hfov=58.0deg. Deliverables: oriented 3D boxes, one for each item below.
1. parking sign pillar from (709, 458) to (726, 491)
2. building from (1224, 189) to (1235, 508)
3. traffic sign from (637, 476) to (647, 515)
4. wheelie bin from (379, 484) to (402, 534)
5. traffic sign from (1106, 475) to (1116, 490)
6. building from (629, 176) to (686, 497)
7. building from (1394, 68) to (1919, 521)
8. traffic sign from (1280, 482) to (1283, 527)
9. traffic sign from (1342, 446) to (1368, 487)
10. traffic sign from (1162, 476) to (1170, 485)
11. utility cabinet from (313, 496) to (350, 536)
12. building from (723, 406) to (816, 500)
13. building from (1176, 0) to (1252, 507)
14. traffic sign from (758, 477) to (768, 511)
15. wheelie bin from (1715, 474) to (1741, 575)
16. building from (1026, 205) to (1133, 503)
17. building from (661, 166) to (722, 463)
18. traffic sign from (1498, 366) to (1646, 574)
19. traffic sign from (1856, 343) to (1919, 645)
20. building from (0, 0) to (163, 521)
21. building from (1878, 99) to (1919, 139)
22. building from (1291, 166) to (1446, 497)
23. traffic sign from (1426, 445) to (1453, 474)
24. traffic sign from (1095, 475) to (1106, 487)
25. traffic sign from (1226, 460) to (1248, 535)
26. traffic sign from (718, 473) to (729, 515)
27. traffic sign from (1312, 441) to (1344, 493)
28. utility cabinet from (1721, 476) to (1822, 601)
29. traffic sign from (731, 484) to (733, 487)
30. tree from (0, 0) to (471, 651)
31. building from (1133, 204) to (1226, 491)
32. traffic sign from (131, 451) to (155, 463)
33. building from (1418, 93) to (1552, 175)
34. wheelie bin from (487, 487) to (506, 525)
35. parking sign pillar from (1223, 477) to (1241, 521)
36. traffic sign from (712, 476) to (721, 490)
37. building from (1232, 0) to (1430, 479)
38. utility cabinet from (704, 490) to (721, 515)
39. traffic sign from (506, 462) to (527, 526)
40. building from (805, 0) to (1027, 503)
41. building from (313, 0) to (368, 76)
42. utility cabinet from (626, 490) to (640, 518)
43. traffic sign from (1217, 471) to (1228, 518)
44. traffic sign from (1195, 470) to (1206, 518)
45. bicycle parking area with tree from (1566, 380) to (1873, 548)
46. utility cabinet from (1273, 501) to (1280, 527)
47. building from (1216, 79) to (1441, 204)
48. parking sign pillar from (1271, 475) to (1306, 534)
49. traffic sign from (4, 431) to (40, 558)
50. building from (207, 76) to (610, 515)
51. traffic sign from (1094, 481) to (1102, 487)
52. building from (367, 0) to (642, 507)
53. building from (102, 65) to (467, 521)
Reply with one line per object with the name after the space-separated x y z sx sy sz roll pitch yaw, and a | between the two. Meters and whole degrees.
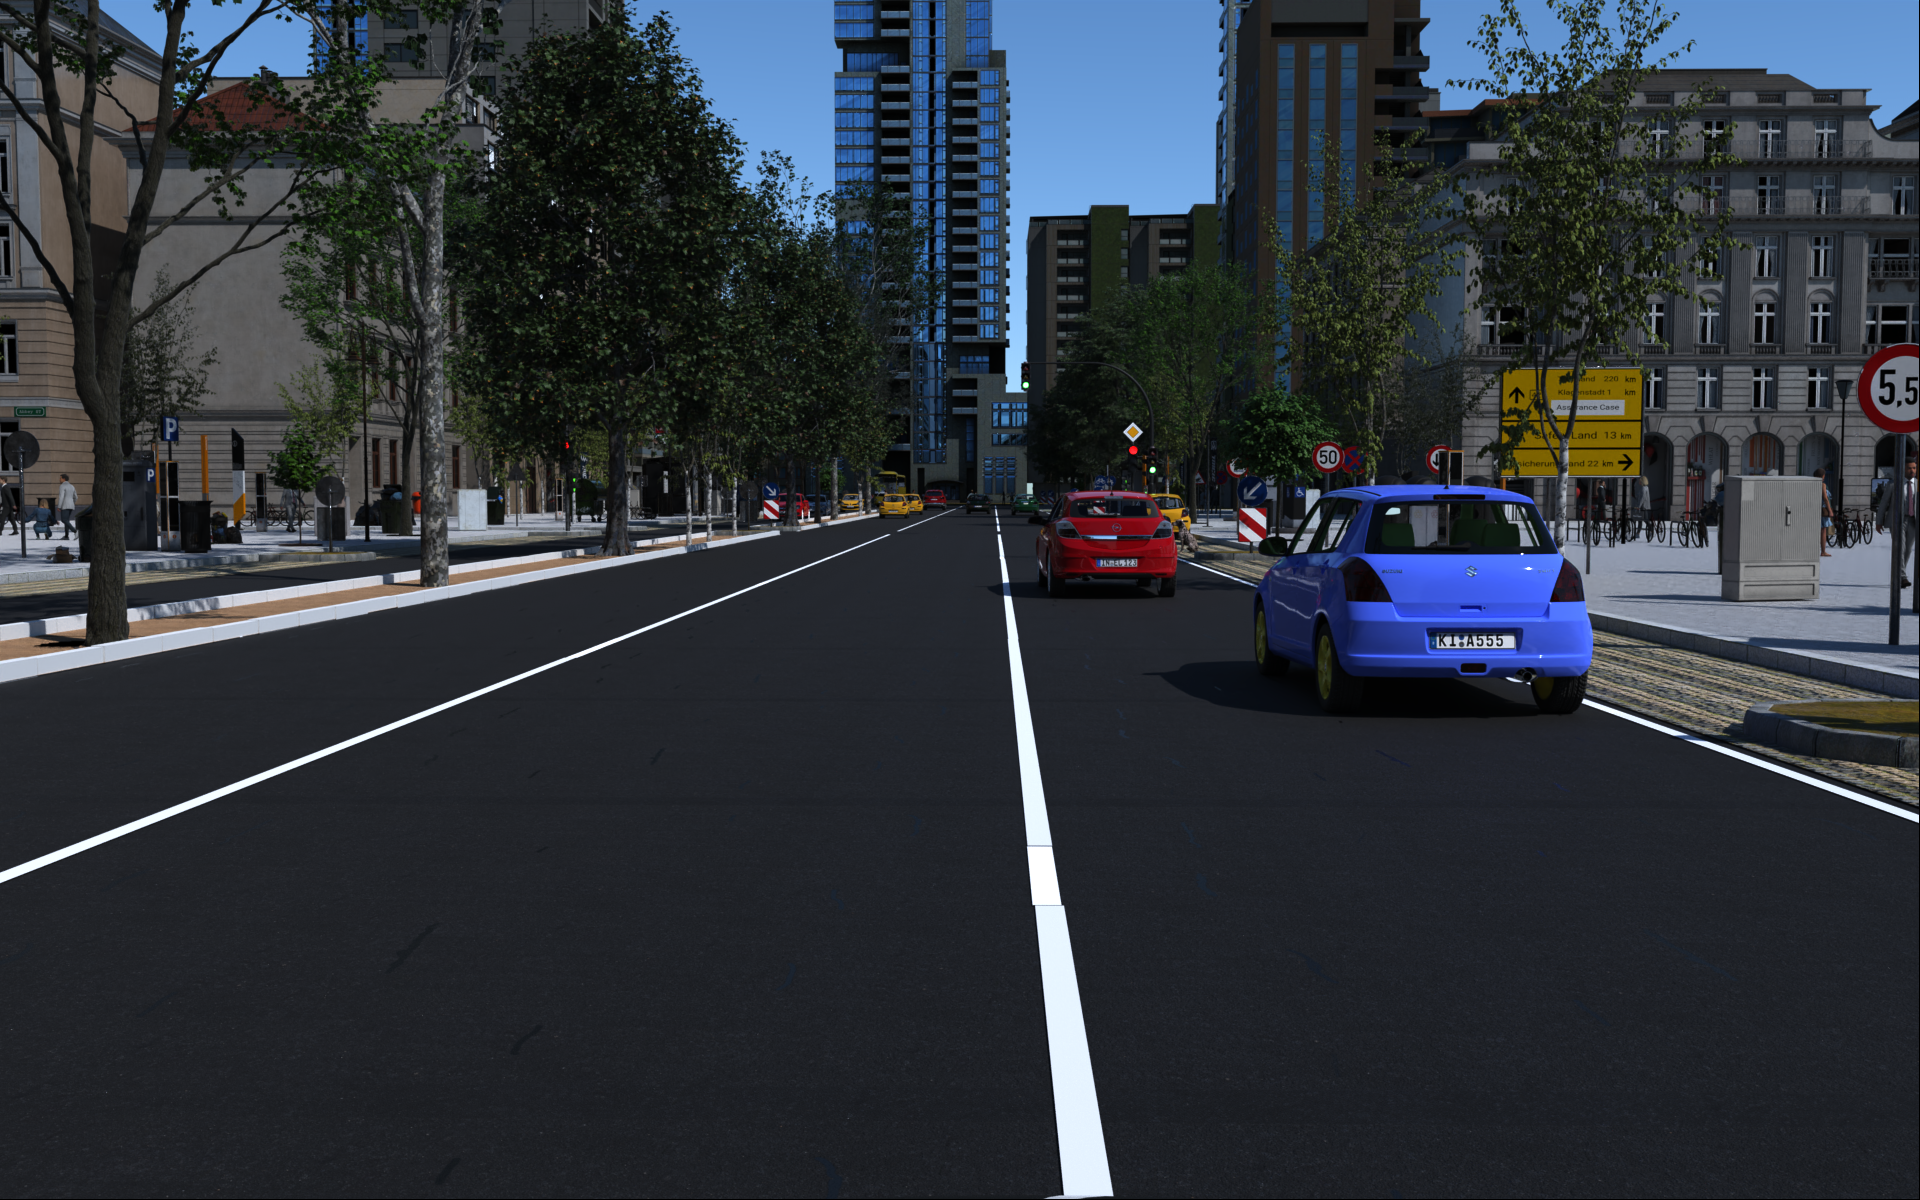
-17.162 -8.158 121.854 1.447 3.967 1.447 1 4 22 | parking sign pillar
32.171 -24.109 165.883 14.160 30.474 14.107 0 4 1 | building
-17.580 -5.724 95.722 0.606 2.300 0.079 1 4 9 | traffic sign
-18.344 -2.946 56.067 0.980 1.594 0.693 1 4 14 | wheelie bin
10.122 -7.124 116.590 0.768 2.556 0.104 1 4 10 | traffic sign
-43.730 -29.649 176.636 32.217 40.220 23.993 0 4 1 | building
35.363 -15.002 87.079 24.055 21.916 13.314 0 4 1 | building
11.027 -3.626 59.392 0.768 2.556 0.104 0 4 5 | traffic sign
10.416 -2.791 45.739 0.768 2.556 0.104 0 4 6 | traffic sign
14.035 -7.159 117.148 0.768 2.556 0.104 0 4 2 | traffic sign
-19.225 -2.561 53.040 1.020 1.237 0.306 0 4 4 | utility cabinet
-36.115 -25.071 254.941 28.899 21.520 27.650 0 4 1 | building
36.395 -53.452 186.606 22.319 86.520 31.000 0 4 1 | building
-14.615 -7.840 128.291 0.768 2.556 0.104 0 4 7 | traffic sign
12.370 -1.203 27.573 0.693 1.594 0.980 1 4 21 | wheelie bin
16.561 -34.456 246.947 14.086 41.232 14.154 0 4 1 | building
-34.817 -31.488 198.429 14.086 41.232 14.154 0 4 1 | building
9.728 -2.065 27.629 2.265 3.308 0.079 0 4 3 | traffic sign
7.956 -0.891 14.678 0.768 2.556 0.104 0 4 7 | traffic sign
-52.620 -18.459 87.708 20.117 28.700 13.634 0 4 1 | building
57.328 -15.669 85.067 19.941 23.489 11.050 0 4 1 | building
28.812 -16.599 122.308 10.553 20.767 40.483 0 4 1 | building
12.412 -2.731 44.759 0.768 2.556 0.104 0 4 5 | traffic sign
9.436 -7.102 116.226 0.768 2.556 0.104 0 4 3 | traffic sign
8.751 -3.325 54.464 0.768 2.556 0.104 0 4 3 | traffic sign
-14.445 -6.477 106.001 0.768 2.556 0.104 0 4 3 | traffic sign
8.860 -2.548 41.765 0.768 2.556 0.104 0 4 4 | traffic sign
9.740 -0.739 20.760 1.173 1.500 0.318 -1 4 -17 | utility cabinet
-16.287 -7.617 124.642 0.768 2.556 0.104 0 4 8 | traffic sign
-7.915 -5.358 15.813 9.928 11.665 9.643 0 3 0 | tree
30.630 -34.397 245.986 14.086 41.232 14.154 0 4 1 | building
-19.413 -2.389 41.187 0.606 2.300 0.079 1 4 10 | traffic sign
63.985 -32.874 192.115 28.867 44.769 22.147 0 4 1 | building
-19.413 -3.938 72.300 0.980 1.594 0.693 1 4 20 | wheelie bin
13.206 -5.720 81.987 1.447 3.967 1.447 1 4 15 | parking sign pillar
-16.533 -7.204 117.888 0.768 2.556 0.104 0 4 2 | traffic sign
31.870 -30.649 151.219 14.600 45.320 14.200 0 4 1 | building
-14.670 -5.756 102.790 1.173 1.500 0.318 3 5 42 | utility cabinet
-17.556 -4.194 68.570 0.884 2.594 0.081 1 4 9 | traffic sign
-5.890 -57.359 250.493 31.000 86.520 22.319 0 4 1 | building
-57.454 -53.807 192.418 31.000 86.520 22.319 0 4 1 | building
-17.905 -5.186 93.475 1.173 1.500 0.318 0 4 7 | utility cabinet
14.158 -5.753 94.173 0.768 2.556 0.104 0 4 2 | traffic sign
12.976 -5.773 94.388 0.884 2.594 0.081 0 4 8 | traffic sign
19.711 -3.498 44.202 8.231 4.147 9.016 2 4 23 | bicycle parking area with tree
12.571 -3.462 67.769 0.306 1.237 1.020 -2 4 -30 | utility cabinet
51.855 -43.250 249.141 28.212 58.520 21.231 0 4 1 | building
10.929 -4.167 56.607 1.447 3.967 1.447 0 4 -5 | parking sign pillar
-18.847 -2.122 34.796 0.768 2.556 0.104 0 4 6 | traffic sign
-37.538 -19.331 120.584 19.350 26.468 34.151 0 4 1 | building
10.751 -8.170 133.689 0.768 2.556 0.104 1 4 9 | traffic sign
-38.486 -43.723 153.119 20.563 71.187 20.611 0 4 1 | building
-34.540 -15.688 92.649 11.583 22.565 21.152 0 4 1 | building
